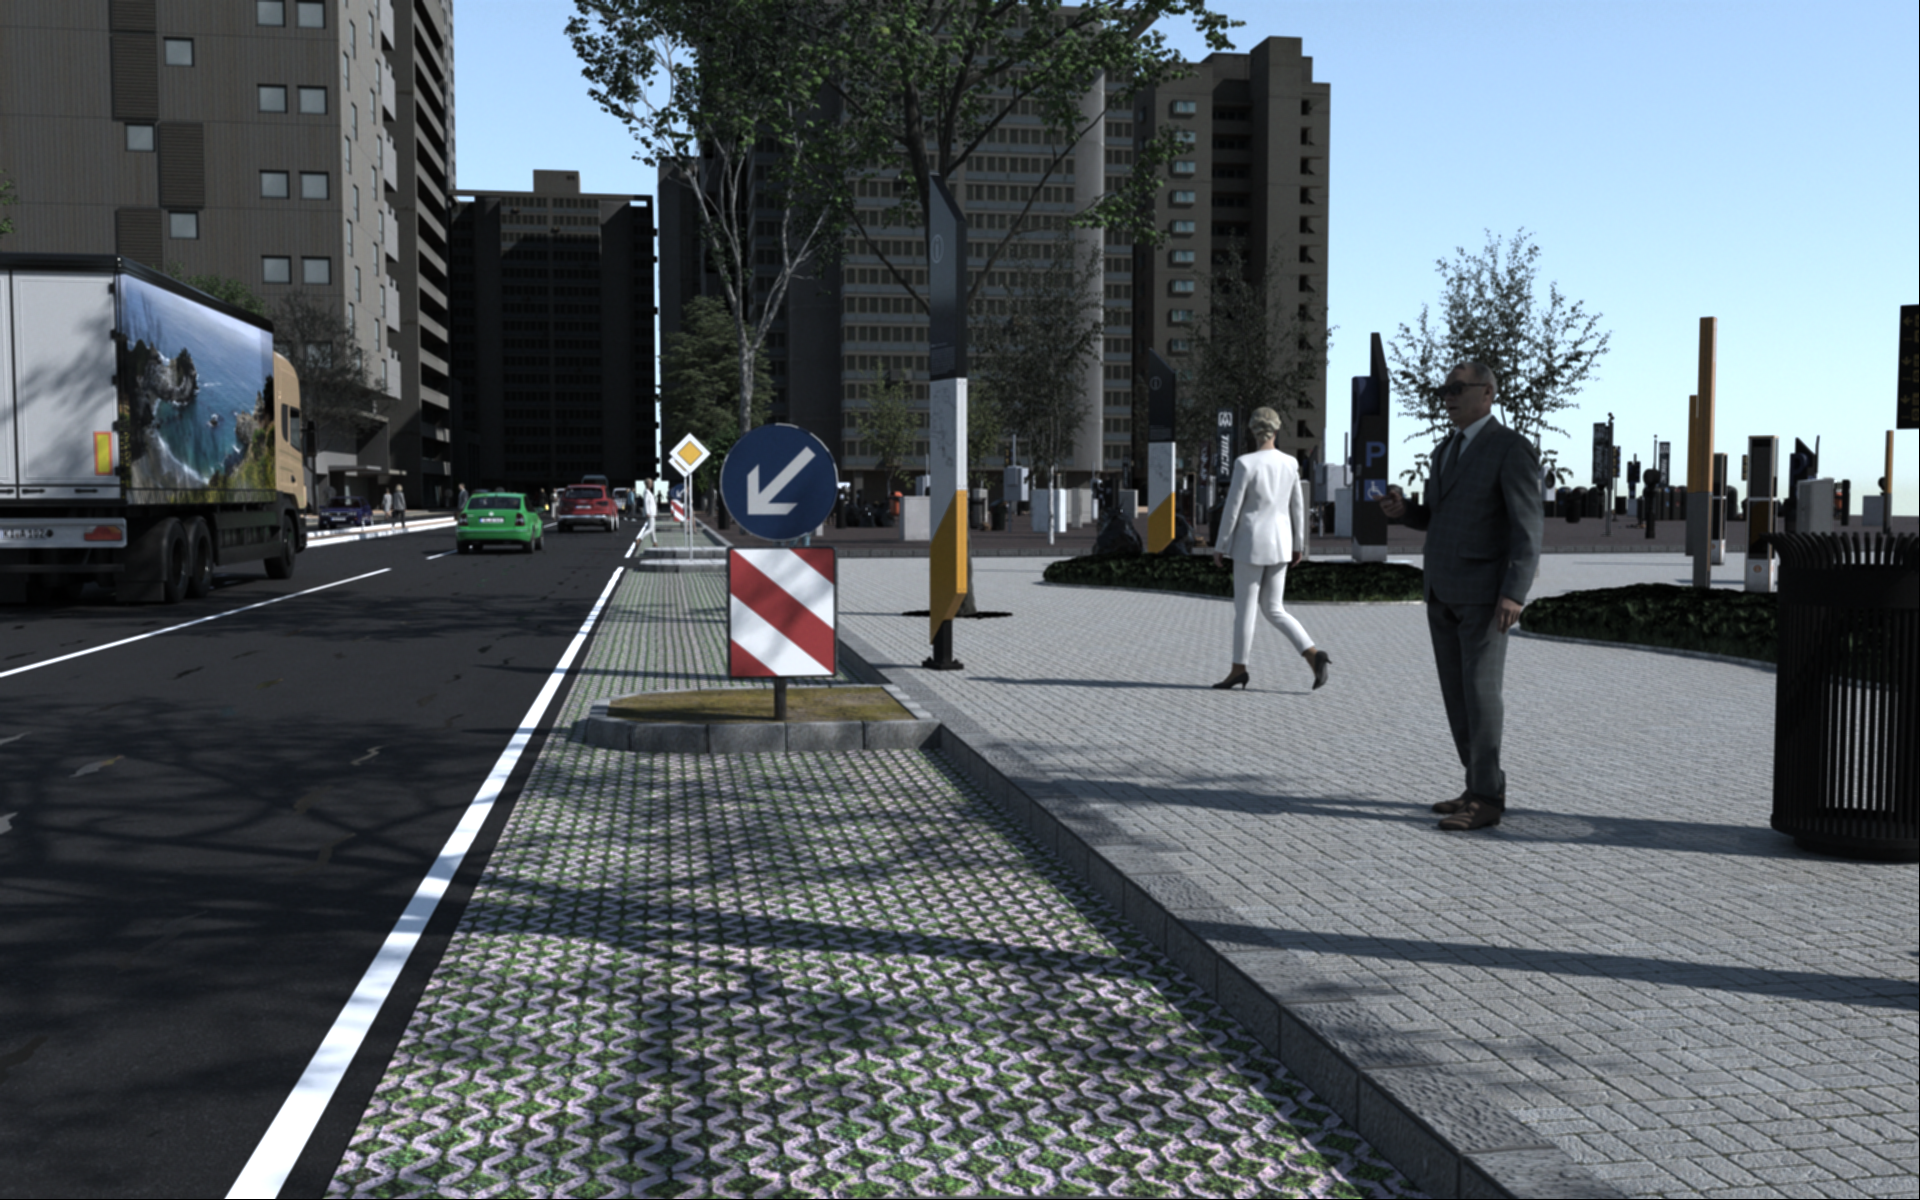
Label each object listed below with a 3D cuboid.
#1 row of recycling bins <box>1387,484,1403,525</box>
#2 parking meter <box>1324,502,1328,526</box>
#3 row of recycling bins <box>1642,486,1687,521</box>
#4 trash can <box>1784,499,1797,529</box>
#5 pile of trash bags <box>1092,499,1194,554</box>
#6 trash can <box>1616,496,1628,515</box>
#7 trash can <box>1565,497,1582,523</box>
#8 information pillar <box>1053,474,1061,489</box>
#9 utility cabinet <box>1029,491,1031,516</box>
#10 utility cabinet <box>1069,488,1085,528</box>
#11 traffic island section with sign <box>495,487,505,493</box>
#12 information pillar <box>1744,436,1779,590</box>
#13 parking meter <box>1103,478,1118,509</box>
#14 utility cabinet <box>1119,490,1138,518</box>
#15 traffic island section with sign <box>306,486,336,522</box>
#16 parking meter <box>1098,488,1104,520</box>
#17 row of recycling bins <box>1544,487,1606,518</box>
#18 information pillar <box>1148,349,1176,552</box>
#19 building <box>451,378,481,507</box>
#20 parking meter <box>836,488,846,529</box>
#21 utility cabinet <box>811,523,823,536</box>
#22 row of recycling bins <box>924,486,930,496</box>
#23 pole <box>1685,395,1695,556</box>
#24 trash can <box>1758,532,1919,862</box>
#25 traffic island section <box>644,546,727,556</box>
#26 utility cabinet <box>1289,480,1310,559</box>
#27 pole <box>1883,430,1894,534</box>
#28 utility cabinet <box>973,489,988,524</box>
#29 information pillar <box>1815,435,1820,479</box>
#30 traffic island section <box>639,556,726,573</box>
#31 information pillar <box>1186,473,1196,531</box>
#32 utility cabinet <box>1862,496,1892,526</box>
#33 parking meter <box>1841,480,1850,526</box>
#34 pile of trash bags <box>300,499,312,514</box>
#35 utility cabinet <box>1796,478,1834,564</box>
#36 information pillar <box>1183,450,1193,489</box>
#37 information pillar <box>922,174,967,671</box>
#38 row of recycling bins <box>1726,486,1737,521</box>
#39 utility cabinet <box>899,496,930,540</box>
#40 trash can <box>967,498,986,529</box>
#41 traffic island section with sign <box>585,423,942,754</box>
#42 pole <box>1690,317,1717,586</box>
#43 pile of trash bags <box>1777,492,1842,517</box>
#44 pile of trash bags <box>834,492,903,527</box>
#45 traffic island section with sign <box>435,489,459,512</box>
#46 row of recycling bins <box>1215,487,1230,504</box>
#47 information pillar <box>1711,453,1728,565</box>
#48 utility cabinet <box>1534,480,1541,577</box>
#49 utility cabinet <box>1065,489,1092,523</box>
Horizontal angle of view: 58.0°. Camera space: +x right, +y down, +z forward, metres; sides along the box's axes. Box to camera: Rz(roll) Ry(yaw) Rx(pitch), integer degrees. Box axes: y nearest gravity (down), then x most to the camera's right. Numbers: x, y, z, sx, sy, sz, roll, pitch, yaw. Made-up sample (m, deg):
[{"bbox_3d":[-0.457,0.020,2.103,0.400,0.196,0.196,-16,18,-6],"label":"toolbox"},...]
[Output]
[{"bbox_3d":[18.218,-4.118,74.436,1.069,1.692,3.534,0,4,1],"label":"row of recycling bins"},{"bbox_3d":[15.049,-3.971,70.633,0.255,1.863,0.399,2,4,35],"label":"parking meter"},{"bbox_3d":[34.506,-4.743,84.659,3.534,1.692,1.069,-3,4,-37],"label":"row of recycling bins"},{"bbox_3d":[26.848,-2.692,55.675,0.748,1.137,0.748,0,3,0],"label":"trash can"},{"bbox_3d":[3.439,-1.313,31.214,1.912,1.369,3.447,1,4,15],"label":"pile of trash bags"},{"bbox_3d":[40.834,-5.829,106.960,0.748,1.137,0.748,0,3,0],"label":"trash can"},{"bbox_3d":[27.291,-4.002,77.089,0.748,1.137,0.748,0,3,0],"label":"trash can"},{"bbox_3d":[3.495,-3.605,63.435,0.304,2.012,0.304,1,4,21],"label":"information pillar"},{"bbox_3d":[4.511,-5.466,98.049,1.173,1.500,0.318,2,4,32],"label":"utility cabinet"},{"bbox_3d":[4.338,-3.391,64.125,0.318,1.500,1.173,1,4,9],"label":"utility cabinet"},{"bbox_3d":[-29.931,-6.381,112.471,2.006,1.907,1.989,-1,4,-10],"label":"traffic island section with sign"},{"bbox_3d":[10.158,-1.068,21.949,0.304,2.012,0.304,3,4,36],"label":"information pillar"},{"bbox_3d":[5.478,-3.533,63.483,0.399,1.863,0.255,2,4,24],"label":"parking meter"},{"bbox_3d":[8.767,-5.037,91.033,1.173,1.500,0.318,3,4,38],"label":"utility cabinet"},{"bbox_3d":[-32.263,-4.890,88.580,1.989,1.847,2.006,-1,4,-10],"label":"traffic island section with sign"},{"bbox_3d":[5.960,-3.917,72.451,0.372,1.533,0.369,0,3,0],"label":"parking meter"},{"bbox_3d":[34.992,-5.605,98.756,3.534,1.692,1.069,0,4,-3],"label":"row of recycling bins"},{"bbox_3d":[3.228,-2.231,27.830,0.504,3.616,0.183,3,5,41],"label":"information pillar"},{"bbox_3d":[-65.163,-52.502,171.077,31.000,86.520,22.319,-1,4,-10],"label":"building"},{"bbox_3d":[-4.442,-3.430,64.484,0.372,1.533,0.369,0,3,0],"label":"parking meter"},{"bbox_3d":[-4.647,-2.601,53.691,0.306,1.237,1.020,-3,5,-40],"label":"utility cabinet"},{"bbox_3d":[-1.140,-4.567,81.791,1.069,1.692,3.534,0,4,5],"label":"row of recycling bins"},{"bbox_3d":[15.115,-2.566,35.793,0.158,3.312,0.155,0,3,0],"label":"pole"},{"bbox_3d":[3.268,0.332,6.231,0.748,1.137,0.748,0,3,0],"label":"trash can"},{"bbox_3d":[-6.385,-1.120,40.600,2.009,0.180,2.903,-1,4,-10],"label":"traffic island section"},{"bbox_3d":[5.008,-1.174,27.869,1.173,1.500,0.318,0,4,-2],"label":"utility cabinet"},{"bbox_3d":[29.735,-3.770,55.482,0.158,3.312,0.155,0,3,0],"label":"pole"},{"bbox_3d":[0.866,-3.914,72.676,0.318,1.500,1.173,1,4,17],"label":"utility cabinet"},{"bbox_3d":[34.051,-4.740,68.847,0.183,3.616,0.504,2,4,32],"label":"information pillar"},{"bbox_3d":[-5.039,-0.639,32.729,2.009,0.180,2.903,-1,4,-10],"label":"traffic island section"},{"bbox_3d":[8.110,-3.445,60.822,0.304,2.012,0.304,1,4,12],"label":"information pillar"},{"bbox_3d":[36.945,-3.584,69.766,1.020,1.237,0.306,2,4,30],"label":"utility cabinet"},{"bbox_3d":[36.080,-3.966,70.548,0.255,1.863,0.399,3,4,36],"label":"parking meter"},{"bbox_3d":[-42.326,-6.075,109.081,1.912,1.369,3.447,1,4,9],"label":"pile of trash bags"},{"bbox_3d":[12.189,-0.983,24.751,0.318,1.500,1.173,1,4,17],"label":"utility cabinet"},{"bbox_3d":[11.109,-5.691,84.410,0.504,3.616,0.183,-1,4,-23],"label":"information pillar"},{"bbox_3d":[-0.093,-1.298,12.578,0.183,3.616,0.504,-2,4,-25],"label":"information pillar"},{"bbox_3d":[37.508,-4.784,85.328,1.069,1.692,3.534,1,4,11],"label":"row of recycling bins"},{"bbox_3d":[-1.188,-2.268,48.247,1.020,1.237,0.306,-2,4,-31],"label":"utility cabinet"},{"bbox_3d":[0.615,-3.181,63.661,0.748,1.137,0.748,0,3,0],"label":"trash can"},{"bbox_3d":[-1.239,-0.112,10.455,1.989,1.847,2.006,-1,4,-10],"label":"traffic island section with sign"},{"bbox_3d":[8.631,-1.604,20.069,0.158,3.312,0.155,0,3,0],"label":"pole"},{"bbox_3d":[47.177,-5.315,96.655,3.447,1.369,1.912,0,4,1],"label":"pile of trash bags"},{"bbox_3d":[-3.226,-3.511,67.161,1.912,1.369,3.447,-2,4,-35],"label":"pile of trash bags"},{"bbox_3d":[-40.705,-7.912,137.991,1.989,1.847,2.006,-1,4,-10],"label":"traffic island section with sign"},{"bbox_3d":[15.016,-5.362,94.784,1.069,1.692,3.534,-2,4,-33],"label":"row of recycling bins"},{"bbox_3d":[13.631,-1.637,31.252,0.304,2.012,0.304,3,4,37],"label":"information pillar"},{"bbox_3d":[8.215,-1.085,26.414,1.173,1.500,0.318,0,4,-6],"label":"utility cabinet"},{"bbox_3d":[5.157,-4.111,75.901,1.173,1.500,0.318,-1,4,-18],"label":"utility cabinet"}]
